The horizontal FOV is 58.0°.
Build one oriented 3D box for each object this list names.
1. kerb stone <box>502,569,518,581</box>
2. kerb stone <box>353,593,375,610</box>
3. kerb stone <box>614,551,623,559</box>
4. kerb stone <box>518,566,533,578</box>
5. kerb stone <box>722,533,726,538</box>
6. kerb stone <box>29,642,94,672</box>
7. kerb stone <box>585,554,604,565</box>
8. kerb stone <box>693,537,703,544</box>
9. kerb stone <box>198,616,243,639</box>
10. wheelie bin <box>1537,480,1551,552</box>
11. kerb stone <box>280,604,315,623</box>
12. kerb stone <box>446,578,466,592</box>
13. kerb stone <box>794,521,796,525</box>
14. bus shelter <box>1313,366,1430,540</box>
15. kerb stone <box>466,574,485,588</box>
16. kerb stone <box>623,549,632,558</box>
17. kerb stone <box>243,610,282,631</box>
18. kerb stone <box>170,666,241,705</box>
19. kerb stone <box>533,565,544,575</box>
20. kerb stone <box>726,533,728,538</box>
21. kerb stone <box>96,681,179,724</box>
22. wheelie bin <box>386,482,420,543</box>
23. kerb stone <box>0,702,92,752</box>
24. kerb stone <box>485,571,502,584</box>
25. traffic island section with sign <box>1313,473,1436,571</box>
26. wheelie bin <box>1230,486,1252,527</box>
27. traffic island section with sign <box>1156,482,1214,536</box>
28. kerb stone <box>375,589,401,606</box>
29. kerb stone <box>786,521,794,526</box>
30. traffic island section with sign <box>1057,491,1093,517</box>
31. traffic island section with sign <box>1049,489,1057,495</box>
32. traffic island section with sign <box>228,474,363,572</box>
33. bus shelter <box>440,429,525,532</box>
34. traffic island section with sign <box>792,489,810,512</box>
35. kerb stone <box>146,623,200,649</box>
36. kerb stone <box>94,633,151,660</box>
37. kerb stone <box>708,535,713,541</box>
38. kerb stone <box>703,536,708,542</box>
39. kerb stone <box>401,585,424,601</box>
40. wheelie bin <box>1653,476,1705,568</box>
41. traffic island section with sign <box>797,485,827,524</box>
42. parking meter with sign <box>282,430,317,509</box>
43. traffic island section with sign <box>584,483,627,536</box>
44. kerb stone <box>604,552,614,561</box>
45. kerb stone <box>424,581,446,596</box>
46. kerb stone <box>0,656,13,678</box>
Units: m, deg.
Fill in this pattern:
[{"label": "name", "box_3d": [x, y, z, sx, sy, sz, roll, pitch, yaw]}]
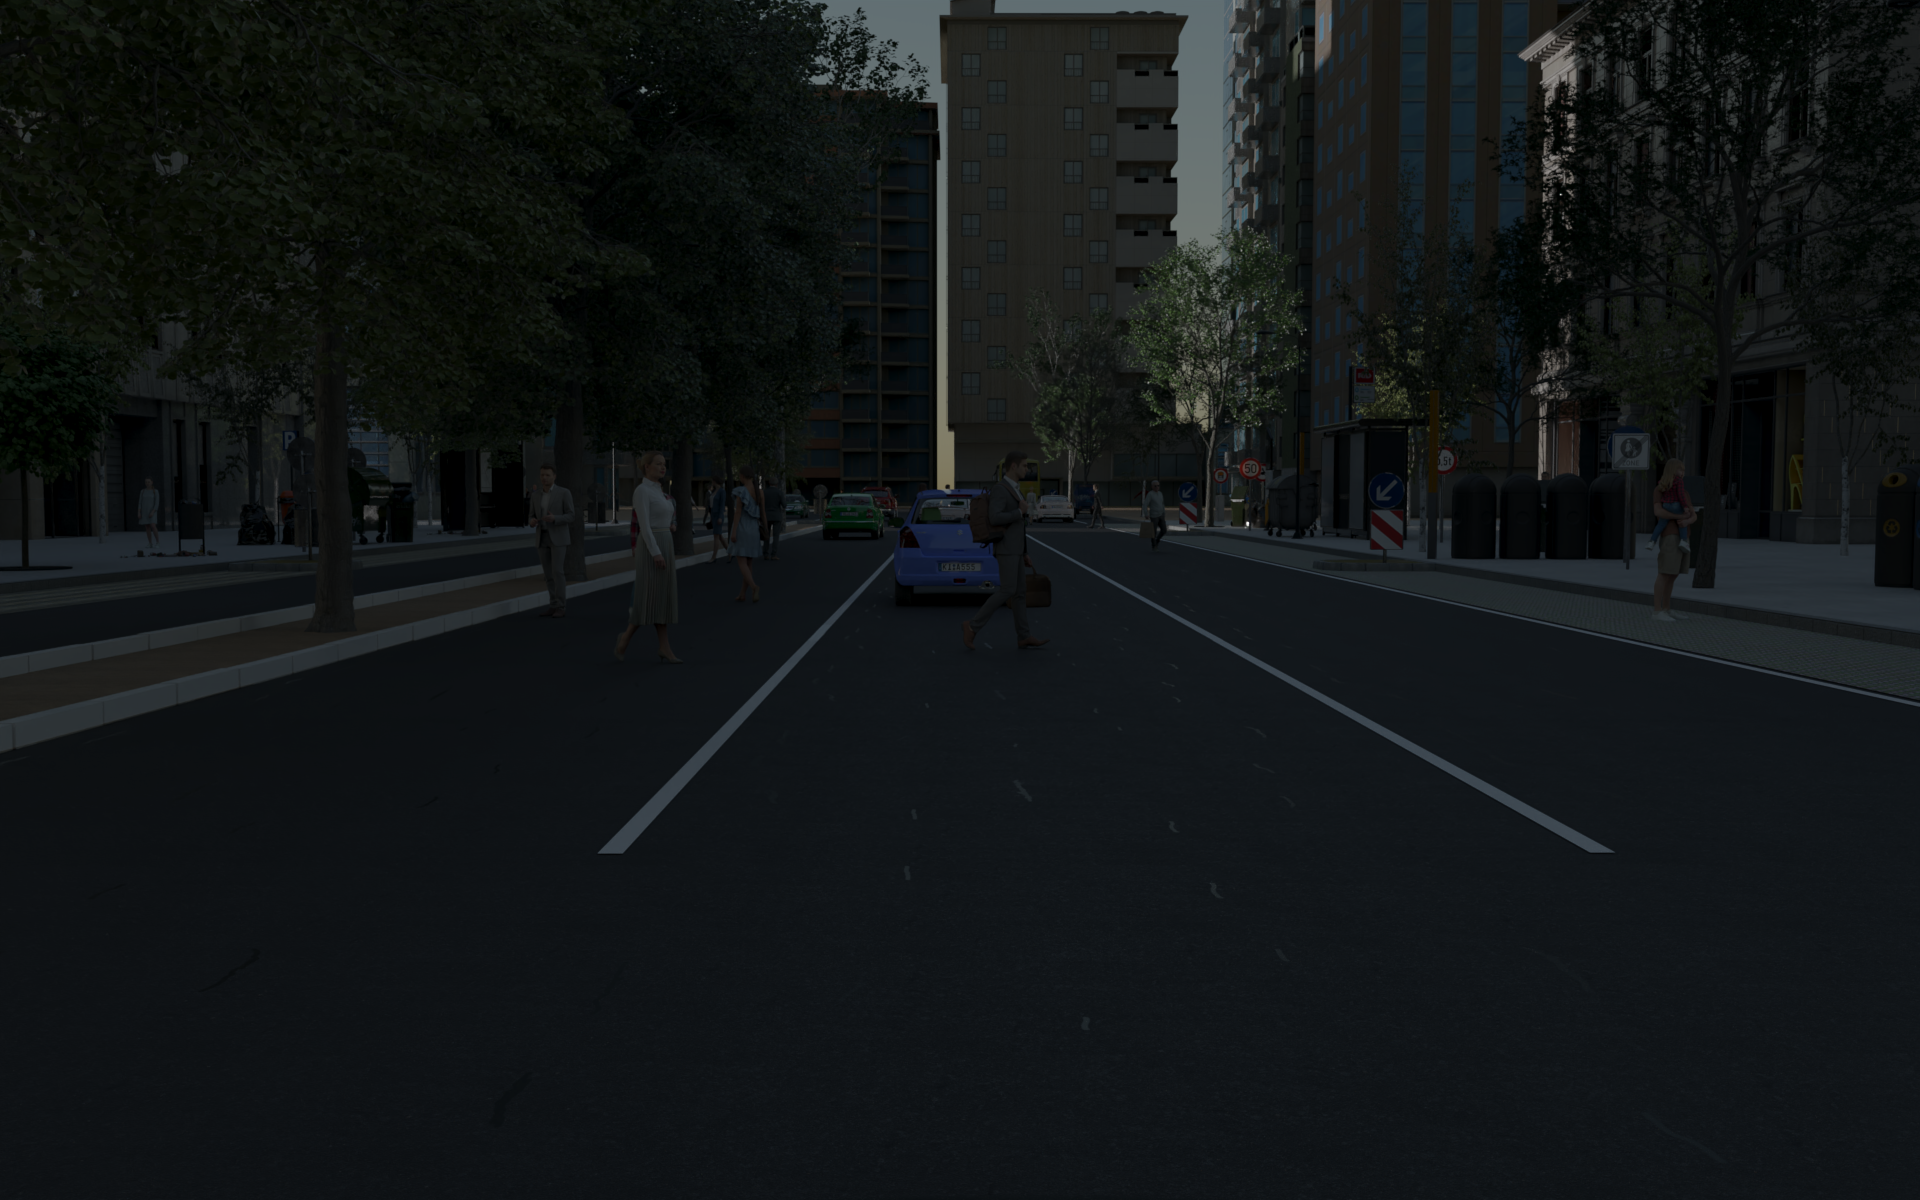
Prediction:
[{"label": "kerb stone", "box_3d": [-7.551, -0.393, 28.673, 0.120, 0.150, 1.000, 0, 4, 0]}, {"label": "kerb stone", "box_3d": [-7.517, 0.044, 21.491, 0.120, 0.150, 1.000, 0, 4, 0]}, {"label": "kerb stone", "box_3d": [-7.588, -0.959, 37.909, 0.120, 0.150, 1.000, 0, 4, 0]}, {"label": "kerb stone", "box_3d": [-7.550, -0.459, 29.701, 0.120, 0.150, 1.000, 0, 4, 0]}, {"label": "kerb stone", "box_3d": [-7.665, -2.026, 55.317, 0.120, 0.150, 1.000, 0, 4, 0]}, {"label": "kerb stone", "box_3d": [-7.492, 0.484, 14.326, 0.120, 0.150, 1.000, 0, 4, 0]}, {"label": "kerb stone", "box_3d": [-7.583, -0.835, 35.854, 0.120, 0.150, 1.000, 0, 4, 0]}, {"label": "kerb stone", "box_3d": [-7.650, -1.713, 50.205, 0.120, 0.150, 1.000, 0, 4, 0]}, {"label": "kerb stone", "box_3d": [-7.496, 0.294, 17.397, 0.120, 0.150, 1.000, 0, 4, 0]}, {"label": "wheelie bin", "box_3d": [12.952, -1.865, 38.406, 0.980, 1.594, 0.693, 0, 4, -7]}, {"label": "kerb stone", "box_3d": [-7.511, 0.172, 19.441, 0.120, 0.150, 1.000, 0, 4, 0]}, {"label": "kerb stone", "box_3d": [-7.534, -0.205, 25.595, 0.120, 0.150, 1.000, 0, 4, 0]}, {"label": "kerb stone", "box_3d": [-7.782, -3.523, 79.923, 0.120, 0.150, 1.000, 0, 4, 0]}, {"label": "bus shelter", "box_3d": [12.041, -4.557, 52.135, 2.179, 5.291, 8.768, 0, 4, 0]}, {"label": "kerb stone", "box_3d": [-7.535, -0.271, 26.622, 0.120, 0.150, 1.000, 0, 4, 0]}, {"label": "kerb stone", "box_3d": [-7.595, -1.024, 38.934, 0.120, 0.150, 1.000, 0, 4, 0]}, {"label": "kerb stone", "box_3d": [-7.493, 0.232, 18.419, 0.120, 0.150, 1.000, 0, 4, 0]}, {"label": "kerb stone", "box_3d": [-5.375, 0.607, 12.266, 0.120, 0.150, 1.000, 0, 4, 0]}, {"label": "kerb stone", "box_3d": [-7.553, -0.518, 30.729, 0.120, 0.150, 1.000, 0, 4, 0]}, {"label": "kerb stone", "box_3d": [-7.677, -2.151, 57.362, 0.120, 0.150, 1.000, 0, 4, 0]}, {"label": "kerb stone", "box_3d": [-5.372, 0.672, 11.244, 0.120, 0.150, 1.000, 0, 4, 0]}, {"label": "wheelie bin", "box_3d": [-14.821, -2.326, 45.946, 0.980, 1.594, 0.693, -2, 4, -31]}, {"label": "kerb stone", "box_3d": [-5.362, 0.734, 10.221, 0.120, 0.150, 1.000, 0, 4, 0]}, {"label": "kerb stone", "box_3d": [-7.542, -0.333, 27.645, 0.120, 0.150, 1.000, 0, 4, 0]}, {"label": "traffic island section with sign", "box_3d": [7.776, -1.479, 32.809, 1.989, 1.847, 2.006, 0, 4, 0]}, {"label": "wheelie bin", "box_3d": [10.996, -3.666, 67.850, 0.980, 1.594, 0.693, 3, 4, 38]}, {"label": "traffic island section with sign", "box_3d": [7.657, -3.129, 59.782, 1.989, 1.847, 2.006, 0, 4, 0]}, {"label": "kerb stone", "box_3d": [-7.523, -0.019, 22.513, 0.120, 0.150, 1.000, 0, 4, 0]}, {"label": "kerb stone", "box_3d": [-7.781, -3.468, 78.900, 0.120, 0.150, 1.000, 0, 4, 0]}, {"label": "traffic island section with sign", "box_3d": [7.417, -6.211, 110.184, 1.989, 1.847, 2.006, 0, 4, 0]}, {"label": "traffic island section with sign", "box_3d": [7.299, -7.921, 138.140, 1.989, 1.847, 2.006, 0, 4, 0]}, {"label": "traffic island section with sign", "box_3d": [-12.453, -1.474, 32.727, 1.989, 1.847, 2.006, 0, 4, 0]}, {"label": "bus shelter", "box_3d": [-16.906, -4.332, 62.111, 1.731, 3.624, 6.357, 0, 3, 0]}, {"label": "traffic island section with sign", "box_3d": [-12.918, -7.872, 137.336, 1.989, 1.847, 2.006, 0, 4, 0]}, {"label": "kerb stone", "box_3d": [-7.486, 0.356, 16.374, 0.120, 0.150, 1.000, 0, 4, 0]}, {"label": "kerb stone", "box_3d": [-7.487, 0.427, 15.349, 0.120, 0.150, 1.000, 0, 4, 0]}, {"label": "kerb stone", "box_3d": [-7.660, -1.838, 52.250, 0.120, 0.150, 1.000, 0, 4, 0]}, {"label": "kerb stone", "box_3d": [-7.648, -1.776, 51.227, 0.120, 0.150, 1.000, 0, 4, 0]}, {"label": "kerb stone", "box_3d": [-7.526, -0.082, 23.537, 0.120, 0.150, 1.000, 0, 4, 0]}, {"label": "wheelie bin", "box_3d": [12.570, -1.360, 30.145, 0.980, 1.594, 0.693, 1, 4, 17]}, {"label": "traffic island section with sign", "box_3d": [-6.739, -4.575, 82.944, 2.006, 1.907, 1.989, 0, 4, 0]}, {"label": "parking meter with sign", "box_3d": [-17.981, -3.183, 48.300, 0.543, 3.016, 1.738, 2, 4, 26]}, {"label": "traffic island section with sign", "box_3d": [-12.569, -3.123, 59.681, 1.989, 1.847, 2.006, 0, 4, 0]}, {"label": "kerb stone", "box_3d": [-7.583, -0.899, 36.887, 0.120, 0.150, 1.000, 0, 4, 0]}, {"label": "kerb stone", "box_3d": [-7.532, -0.145, 24.562, 0.120, 0.150, 1.000, 0, 4, 0]}, {"label": "kerb stone", "box_3d": [-7.478, 0.545, 13.290, 0.120, 0.150, 1.000, 0, 4, 0]}]
